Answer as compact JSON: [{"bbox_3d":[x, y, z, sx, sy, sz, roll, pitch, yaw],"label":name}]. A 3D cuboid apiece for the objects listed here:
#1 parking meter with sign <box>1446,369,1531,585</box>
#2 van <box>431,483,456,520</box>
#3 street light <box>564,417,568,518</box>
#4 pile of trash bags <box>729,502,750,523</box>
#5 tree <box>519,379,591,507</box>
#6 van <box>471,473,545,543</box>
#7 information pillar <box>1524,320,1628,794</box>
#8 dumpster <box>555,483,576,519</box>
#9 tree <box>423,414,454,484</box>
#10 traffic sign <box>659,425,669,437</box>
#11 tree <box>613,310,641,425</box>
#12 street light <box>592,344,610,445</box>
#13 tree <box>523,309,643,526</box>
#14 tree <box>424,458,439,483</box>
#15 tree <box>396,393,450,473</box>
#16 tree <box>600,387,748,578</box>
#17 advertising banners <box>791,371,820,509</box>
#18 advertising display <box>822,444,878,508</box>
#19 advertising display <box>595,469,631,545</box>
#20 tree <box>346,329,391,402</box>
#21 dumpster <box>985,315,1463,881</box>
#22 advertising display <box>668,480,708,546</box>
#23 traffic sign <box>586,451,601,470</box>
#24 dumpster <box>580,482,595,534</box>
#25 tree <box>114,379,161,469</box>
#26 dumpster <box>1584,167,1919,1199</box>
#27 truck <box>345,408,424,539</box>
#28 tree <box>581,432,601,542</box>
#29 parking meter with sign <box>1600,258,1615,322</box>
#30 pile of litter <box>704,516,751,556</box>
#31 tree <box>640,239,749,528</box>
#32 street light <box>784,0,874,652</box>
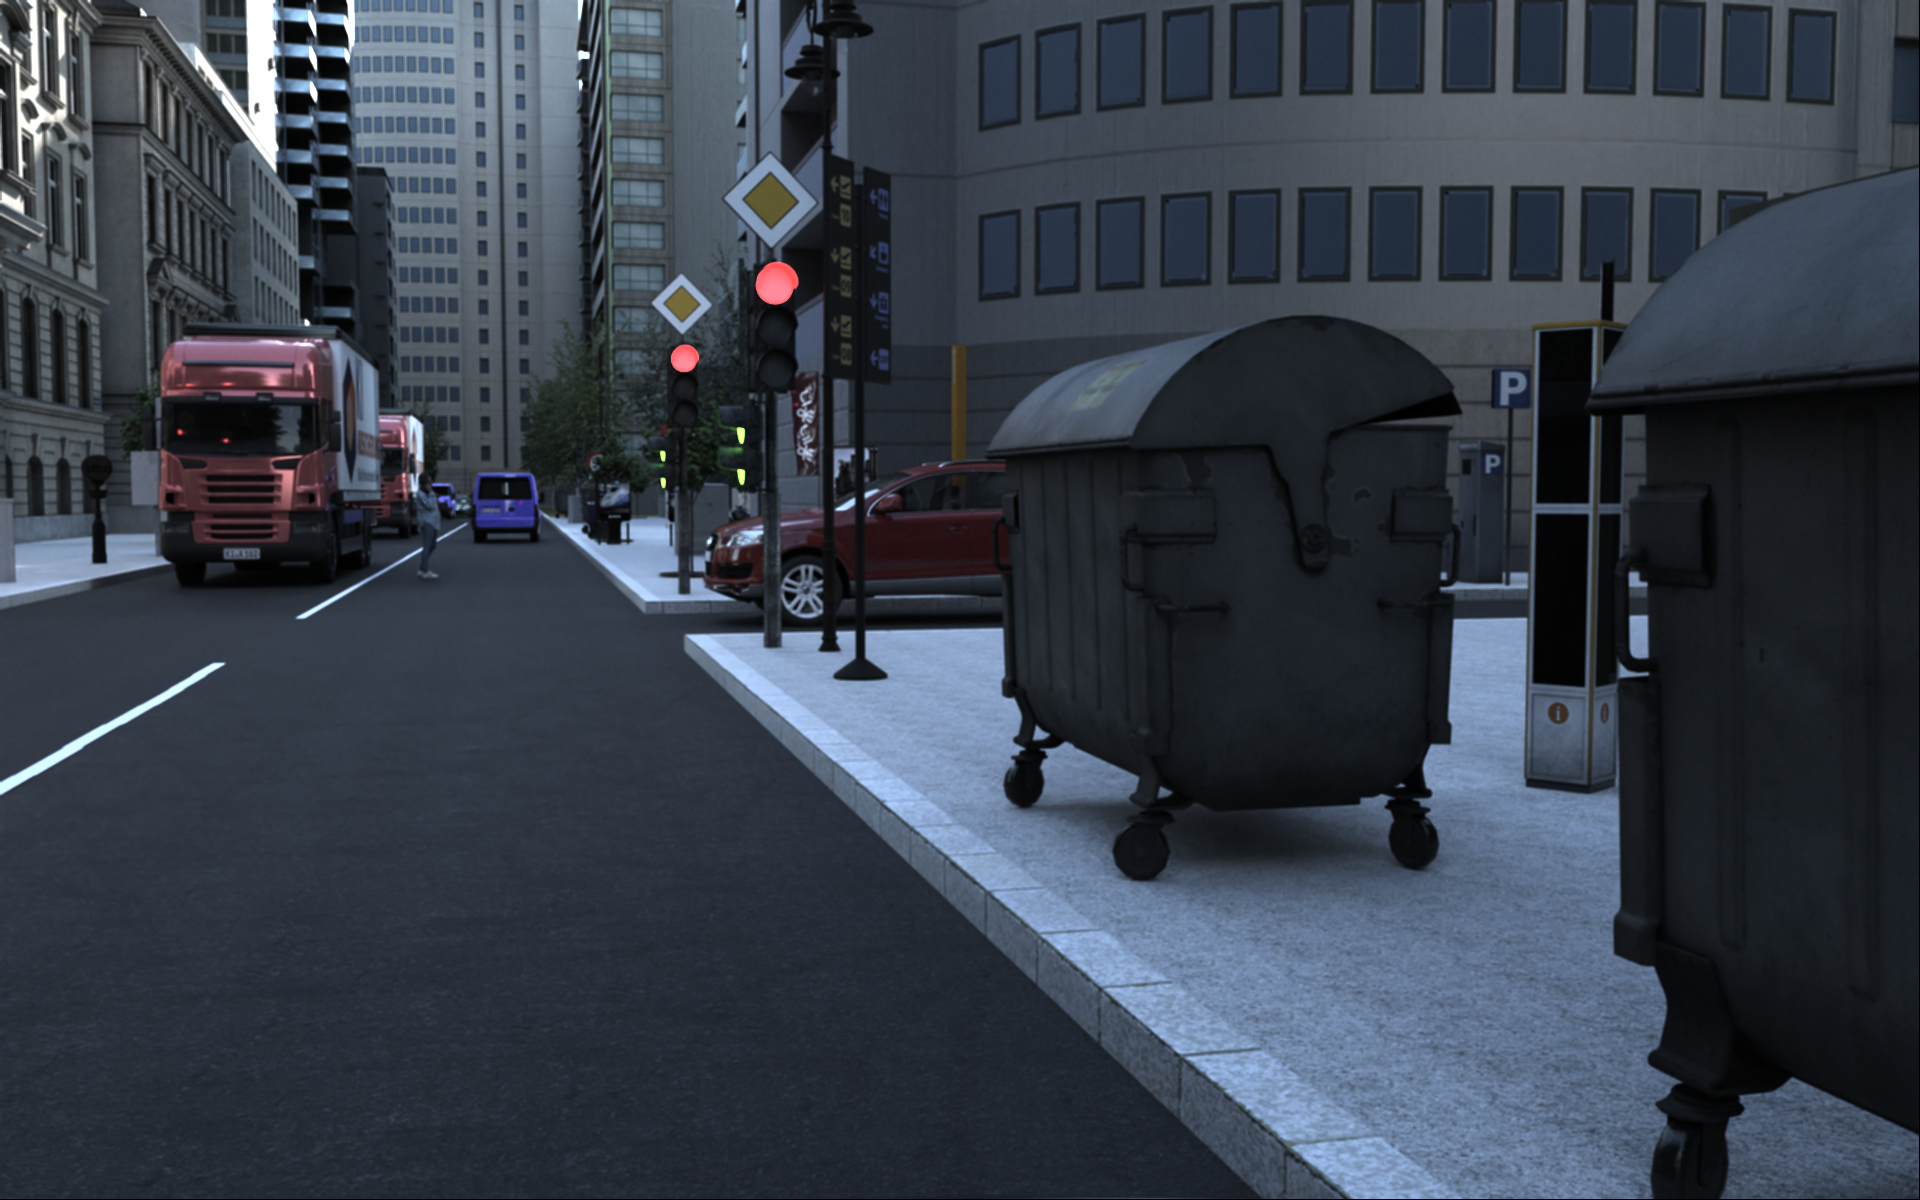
[{"bbox_3d":[7.564,-1.761,25.046,0.543,3.016,1.738,-1,4,-9],"label":"parking meter with sign"},{"bbox_3d":[-29.801,-5.759,98.550,2.240,2.365,5.245,-1,4,-14],"label":"van"},{"bbox_3d":[-21.542,-7.449,94.580,0.468,5.910,1.993,-1,4,-14],"label":"street light"},{"bbox_3d":[-7.274,-2.764,54.943,1.912,1.369,3.447,2,4,33],"label":"pile of trash bags"},{"bbox_3d":[-39.641,-15.438,170.540,7.486,12.596,7.792,0,3,0],"label":"tree"},{"bbox_3d":[-13.807,-2.963,52.826,2.240,2.365,5.245,-1,4,-13],"label":"van"},{"bbox_3d":[2.679,-0.186,7.539,0.304,2.012,0.304,3,5,42],"label":"information pillar"},{"bbox_3d":[-20.803,-5.254,91.658,1.264,1.857,1.865,-1,4,-14],"label":"dumpster"},{"bbox_3d":[-48.497,-12.723,158.386,4.360,8.622,3.978,0,3,0],"label":"tree"},{"bbox_3d":[-4.701,-1.781,29.220,0.768,2.556,0.104,-1,4,-12],"label":"traffic sign"},{"bbox_3d":[-10.829,-6.957,64.113,4.360,8.622,3.978,0,3,0],"label":"tree"},{"bbox_3d":[-11.043,-4.927,53.337,0.468,5.910,1.993,-1,4,-14],"label":"street light"},{"bbox_3d":[-14.880,-7.299,69.708,4.737,8.622,4.395,0,3,0],"label":"tree"},{"bbox_3d":[-42.053,-9.202,134.167,4.285,4.588,4.351,0,3,0],"label":"tree"},{"bbox_3d":[-39.925,-10.820,127.268,4.737,8.622,4.395,0,3,0],"label":"tree"},{"bbox_3d":[-4.309,-1.981,26.985,1.663,3.219,1.824,0,3,0],"label":"tree"},{"bbox_3d":[-1.569,-1.731,24.489,2.074,3.025,0.090,2,4,30],"label":"advertising banners"},{"bbox_3d":[-1.445,-1.070,22.713,0.123,1.923,0.974,-3,5,-45],"label":"advertising display"},{"bbox_3d":[-8.820,-2.377,44.082,0.974,1.923,0.123,-3,5,-43],"label":"advertising display"},{"bbox_3d":[-27.504,-7.731,76.771,4.360,8.622,3.978,0,3,0],"label":"tree"},{"bbox_3d":[0.928,-0.045,6.498,1.264,1.857,1.865,-1,4,-14],"label":"dumpster"},{"bbox_3d":[-6.712,-2.295,42.741,0.974,1.923,0.123,0,4,4],"label":"advertising display"},{"bbox_3d":[-10.577,-3.104,50.863,0.768,2.556,0.104,0,4,-7],"label":"traffic sign"},{"bbox_3d":[-11.723,-3.105,56.532,1.264,1.857,1.865,-1,4,-14],"label":"dumpster"},{"bbox_3d":[-20.148,-3.748,44.997,4.285,4.588,4.351,0,3,0],"label":"tree"},{"bbox_3d":[1.949,0.203,2.448,1.264,1.857,1.865,-1,4,-14],"label":"dumpster"},{"bbox_3d":[-19.759,-4.278,58.862,2.839,4.237,11.283,-1,4,-15],"label":"truck"},{"bbox_3d":[-9.397,-3.167,46.374,1.663,3.219,1.824,0,3,0],"label":"tree"},{"bbox_3d":[5.646,-1.013,12.829,1.738,3.016,0.543,1,4,20],"label":"parking meter with sign"},{"bbox_3d":[-4.436,-1.216,33.853,1.176,0.858,1.719,0,4,8],"label":"pile of litter"},{"bbox_3d":[-6.028,-6.061,49.464,4.360,8.622,3.978,0,3,0],"label":"tree"},{"bbox_3d":[-1.067,-2.520,13.984,0.468,5.910,1.993,-1,4,-14],"label":"street light"}]
